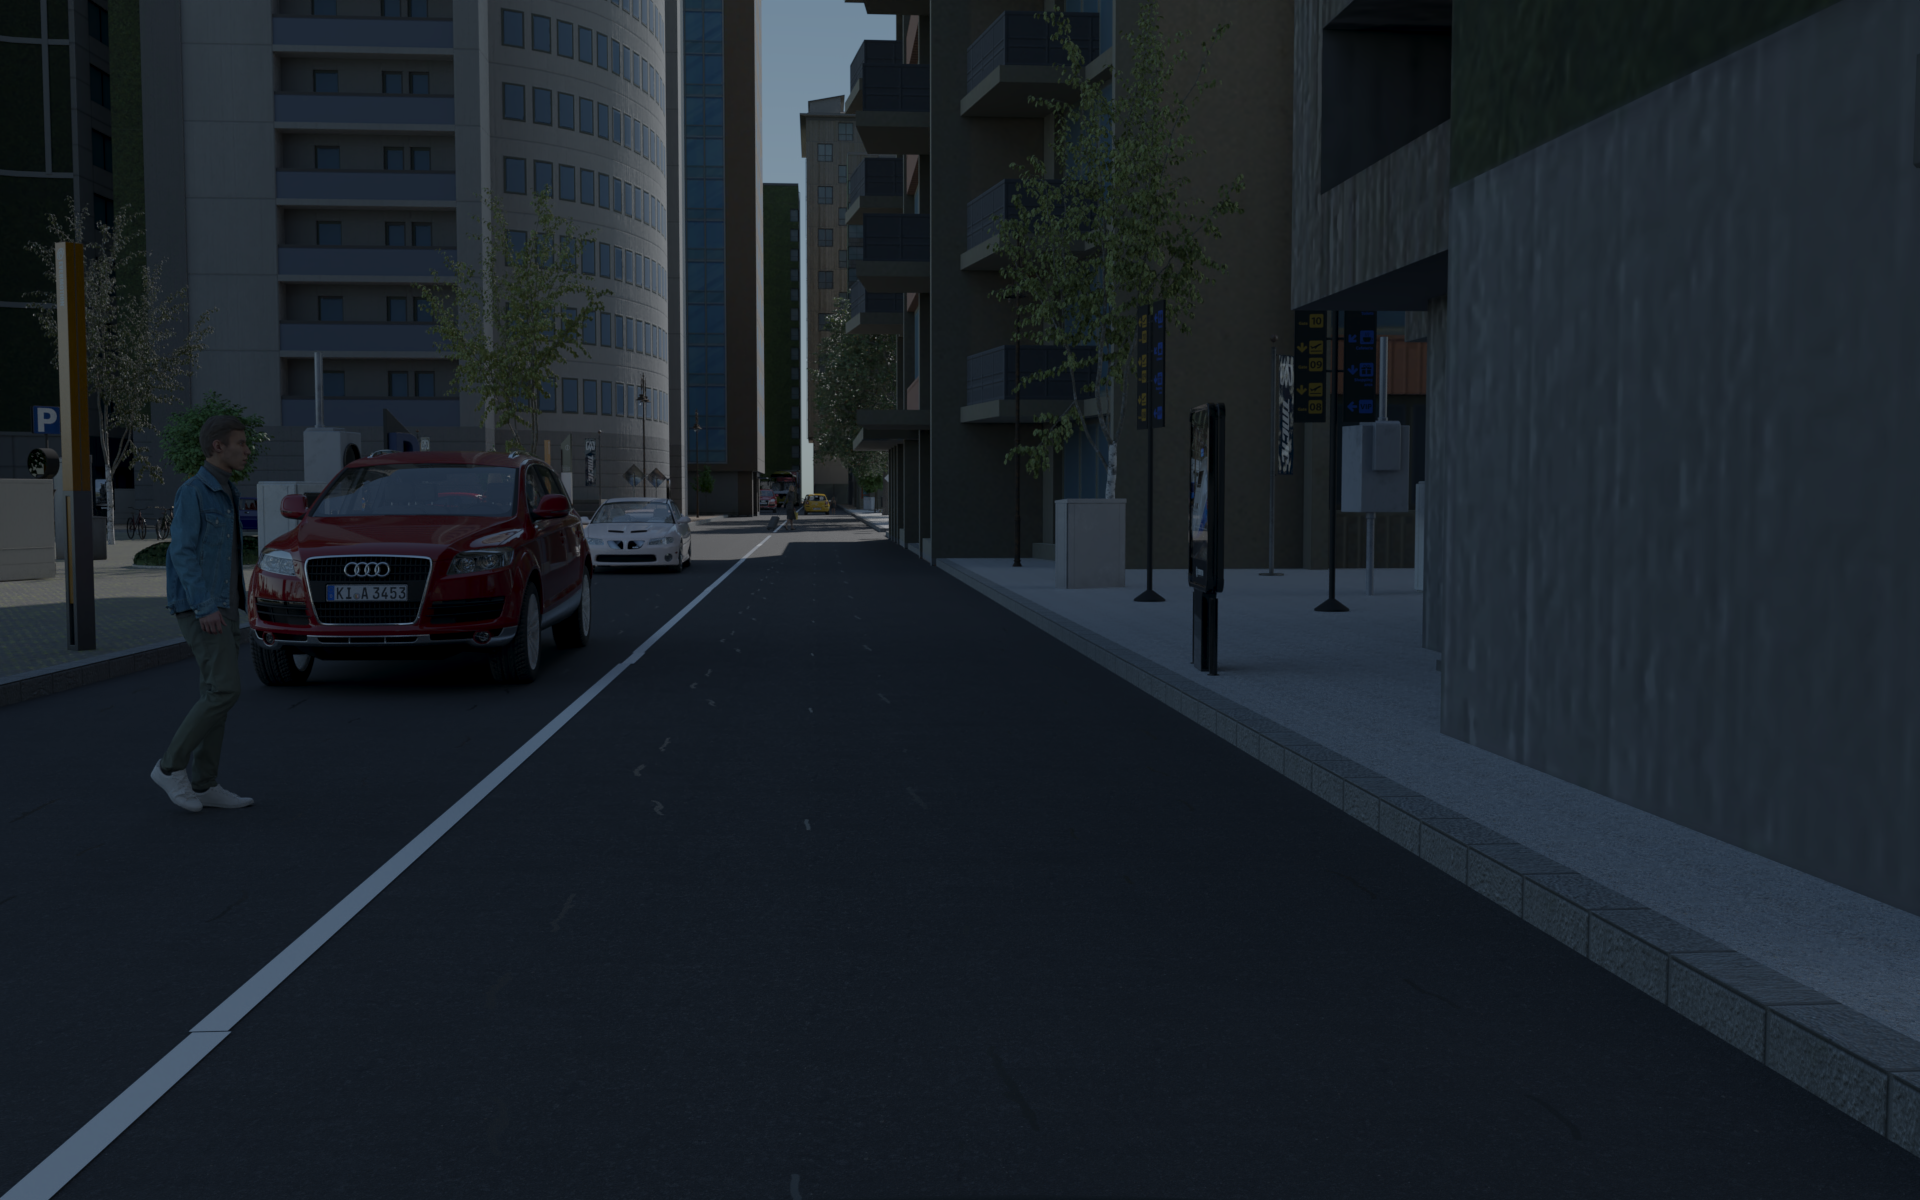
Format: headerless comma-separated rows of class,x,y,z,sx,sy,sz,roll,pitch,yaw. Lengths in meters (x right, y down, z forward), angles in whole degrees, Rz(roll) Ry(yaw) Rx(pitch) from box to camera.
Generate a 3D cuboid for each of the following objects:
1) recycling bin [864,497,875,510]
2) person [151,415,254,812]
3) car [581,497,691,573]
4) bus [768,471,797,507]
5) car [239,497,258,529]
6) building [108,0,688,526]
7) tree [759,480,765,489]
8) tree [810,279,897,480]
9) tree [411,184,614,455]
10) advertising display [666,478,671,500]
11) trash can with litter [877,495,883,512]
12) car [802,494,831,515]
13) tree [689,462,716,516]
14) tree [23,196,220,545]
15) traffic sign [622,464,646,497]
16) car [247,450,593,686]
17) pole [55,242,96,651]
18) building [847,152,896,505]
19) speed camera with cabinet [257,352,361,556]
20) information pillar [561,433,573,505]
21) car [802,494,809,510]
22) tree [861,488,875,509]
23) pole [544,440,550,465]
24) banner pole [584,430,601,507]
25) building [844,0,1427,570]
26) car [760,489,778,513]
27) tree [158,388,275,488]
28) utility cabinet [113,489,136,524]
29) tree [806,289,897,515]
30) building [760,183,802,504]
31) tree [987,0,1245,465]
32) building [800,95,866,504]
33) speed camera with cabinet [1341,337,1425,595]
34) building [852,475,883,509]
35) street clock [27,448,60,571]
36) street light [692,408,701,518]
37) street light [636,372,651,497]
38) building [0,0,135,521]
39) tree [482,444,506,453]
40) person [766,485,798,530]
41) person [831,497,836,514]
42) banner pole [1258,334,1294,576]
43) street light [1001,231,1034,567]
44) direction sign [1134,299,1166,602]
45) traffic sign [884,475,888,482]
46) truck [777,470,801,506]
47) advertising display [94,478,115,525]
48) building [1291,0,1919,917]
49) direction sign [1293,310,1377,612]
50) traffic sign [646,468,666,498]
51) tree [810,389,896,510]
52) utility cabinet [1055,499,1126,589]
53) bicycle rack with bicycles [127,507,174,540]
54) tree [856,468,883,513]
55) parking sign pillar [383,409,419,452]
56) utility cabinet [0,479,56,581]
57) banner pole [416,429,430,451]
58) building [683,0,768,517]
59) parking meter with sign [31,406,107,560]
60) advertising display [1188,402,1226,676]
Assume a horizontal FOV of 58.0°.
recycling bin,-7.264,-7.730,138.932,0.722,1.027,0.722,2,4,24
person,-3.414,0.063,7.817,0.444,1.785,0.601,0,4,0
car,-6.134,-1.259,32.946,2.083,1.381,4.827,0,4,-5
bus,-19.334,-12.119,189.699,2.896,3.916,12.252,0,4,-4
car,-24.886,-2.996,61.569,3.894,1.354,1.945,0,4,-3
building,-24.800,-33.026,81.976,21.231,58.520,28.212,0,4,-5
tree,-23.541,-12.575,200.196,1.663,3.219,1.824,0,3,0
tree,-2.864,-10.246,84.527,9.611,12.733,9.660,0,3,0
tree,-10.301,-5.510,40.455,4.737,8.622,4.395,0,3,0
advertising display,-11.918,-4.013,70.825,0.123,1.923,0.974,0,4,-6
trash can with litter,-5.009,-6.862,123.248,2.233,1.210,1.678,0,4,5
car,-9.876,-6.666,119.207,2.015,1.641,3.980,0,4,-6
tree,-15.263,-6.703,104.192,1.663,3.219,1.824,0,3,0
tree,-21.295,-5.706,43.657,4.360,8.622,3.978,0,3,0
traffic sign,-10.876,-3.313,57.815,0.795,2.450,0.064,0,4,-5
car,-4.381,-0.369,14.714,2.281,1.827,5.304,0,4,-5
pole,-7.233,-1.243,14.163,0.158,3.312,0.155,0,3,0
building,-6.650,-32.214,210.292,14.154,41.232,14.086,0,4,-5
speed camera with cabinet,-8.828,-1.789,23.579,0.660,3.252,2.038,0,4,5
information pillar,-15.148,-4.612,66.765,0.504,3.616,0.183,2,4,27
car,-13.690,-9.237,160.810,2.009,1.686,4.222,0,4,-4
tree,-7.914,-9.414,148.512,1.663,3.219,1.824,0,3,0
pole,-15.603,-4.387,65.571,0.158,3.312,0.155,0,3,0
banner pole,-14.405,-4.786,68.275,0.863,3.779,0.401,1,4,13
building,8.335,-23.708,42.245,22.147,44.769,28.867,0,4,-5
car,-15.087,-7.598,132.902,2.281,1.827,5.304,0,4,-6
tree,-23.122,-4.291,53.869,4.285,4.588,4.351,0,3,0
utility cabinet,-35.580,-3.976,73.689,0.318,1.500,1.173,2,4,31
tree,-4.299,-12.061,103.858,9.857,13.997,8.962,0,3,0
building,-28.110,-33.396,229.611,14.086,41.232,14.154,0,4,-5
tree,2.240,-4.612,25.772,4.737,8.622,4.395,0,3,0
building,-7.965,-39.676,237.934,27.495,52.752,28.713,0,4,-5
speed camera with cabinet,5.953,-1.708,22.258,2.038,3.252,0.660,-1,4,-15
building,3.799,-19.613,165.709,27.650,21.520,28.899,0,4,-5
street clock,-14.514,-1.401,27.472,0.471,2.002,0.358,2,4,25
street light,-14.181,-7.380,93.458,0.468,5.910,1.993,0,4,-5
street light,-12.024,-5.696,65.923,0.468,5.910,1.993,0,4,-5
building,-47.032,-38.746,71.756,20.611,71.187,20.563,0,4,-5
tree,-17.936,-4.398,66.507,1.663,3.219,1.824,0,3,0
person,-7.017,-3.667,68.667,1.509,1.804,0.699,-3,5,-40
person,-9.167,-6.845,125.084,0.362,1.253,0.373,0,4,-4
banner pole,5.065,-2.285,27.382,0.401,3.779,0.863,3,5,41
street light,1.012,-3.525,30.428,0.468,5.910,1.993,0,4,-5
direction sign,2.270,-1.751,20.633,0.379,3.537,0.876,-1,4,-14
traffic sign,-2.517,-3.844,66.494,0.795,2.450,0.064,0,4,-5
truck,-20.207,-13.154,203.986,2.839,4.237,11.283,0,4,-3
advertising display,-35.119,-4.032,71.135,0.974,1.923,0.123,1,4,22
building,9.400,-14.638,11.033,14.160,30.474,14.107,0,4,-5
direction sign,4.079,-1.645,18.896,0.876,3.537,0.379,1,4,8
traffic sign,-11.533,-3.800,65.773,0.795,2.450,0.064,0,4,-5
tree,-8.408,-13.217,141.847,9.928,11.665,9.643,0,3,0
utility cabinet,1.785,-0.769,23.731,1.020,1.237,0.306,-2,4,-34
bicycle rack with bicycles,-22.094,-2.181,49.037,2.852,0.926,2.925,-3,4,-36
tree,-6.406,-9.214,134.363,4.285,4.588,4.351,0,3,0
parking sign pillar,-17.742,-4.081,55.188,1.447,3.967,1.447,1,4,23
utility cabinet,-13.994,-1.039,25.665,0.318,1.500,1.173,1,4,14
banner pole,-20.670,-4.685,66.623,0.863,3.779,0.401,2,4,27
building,-19.928,-28.252,112.030,14.600,45.320,14.200,0,4,-5
parking meter with sign,-17.452,-2.310,34.037,1.738,3.016,0.543,2,4,31
advertising display,1.790,-0.453,12.620,0.123,1.923,0.974,0,4,0
